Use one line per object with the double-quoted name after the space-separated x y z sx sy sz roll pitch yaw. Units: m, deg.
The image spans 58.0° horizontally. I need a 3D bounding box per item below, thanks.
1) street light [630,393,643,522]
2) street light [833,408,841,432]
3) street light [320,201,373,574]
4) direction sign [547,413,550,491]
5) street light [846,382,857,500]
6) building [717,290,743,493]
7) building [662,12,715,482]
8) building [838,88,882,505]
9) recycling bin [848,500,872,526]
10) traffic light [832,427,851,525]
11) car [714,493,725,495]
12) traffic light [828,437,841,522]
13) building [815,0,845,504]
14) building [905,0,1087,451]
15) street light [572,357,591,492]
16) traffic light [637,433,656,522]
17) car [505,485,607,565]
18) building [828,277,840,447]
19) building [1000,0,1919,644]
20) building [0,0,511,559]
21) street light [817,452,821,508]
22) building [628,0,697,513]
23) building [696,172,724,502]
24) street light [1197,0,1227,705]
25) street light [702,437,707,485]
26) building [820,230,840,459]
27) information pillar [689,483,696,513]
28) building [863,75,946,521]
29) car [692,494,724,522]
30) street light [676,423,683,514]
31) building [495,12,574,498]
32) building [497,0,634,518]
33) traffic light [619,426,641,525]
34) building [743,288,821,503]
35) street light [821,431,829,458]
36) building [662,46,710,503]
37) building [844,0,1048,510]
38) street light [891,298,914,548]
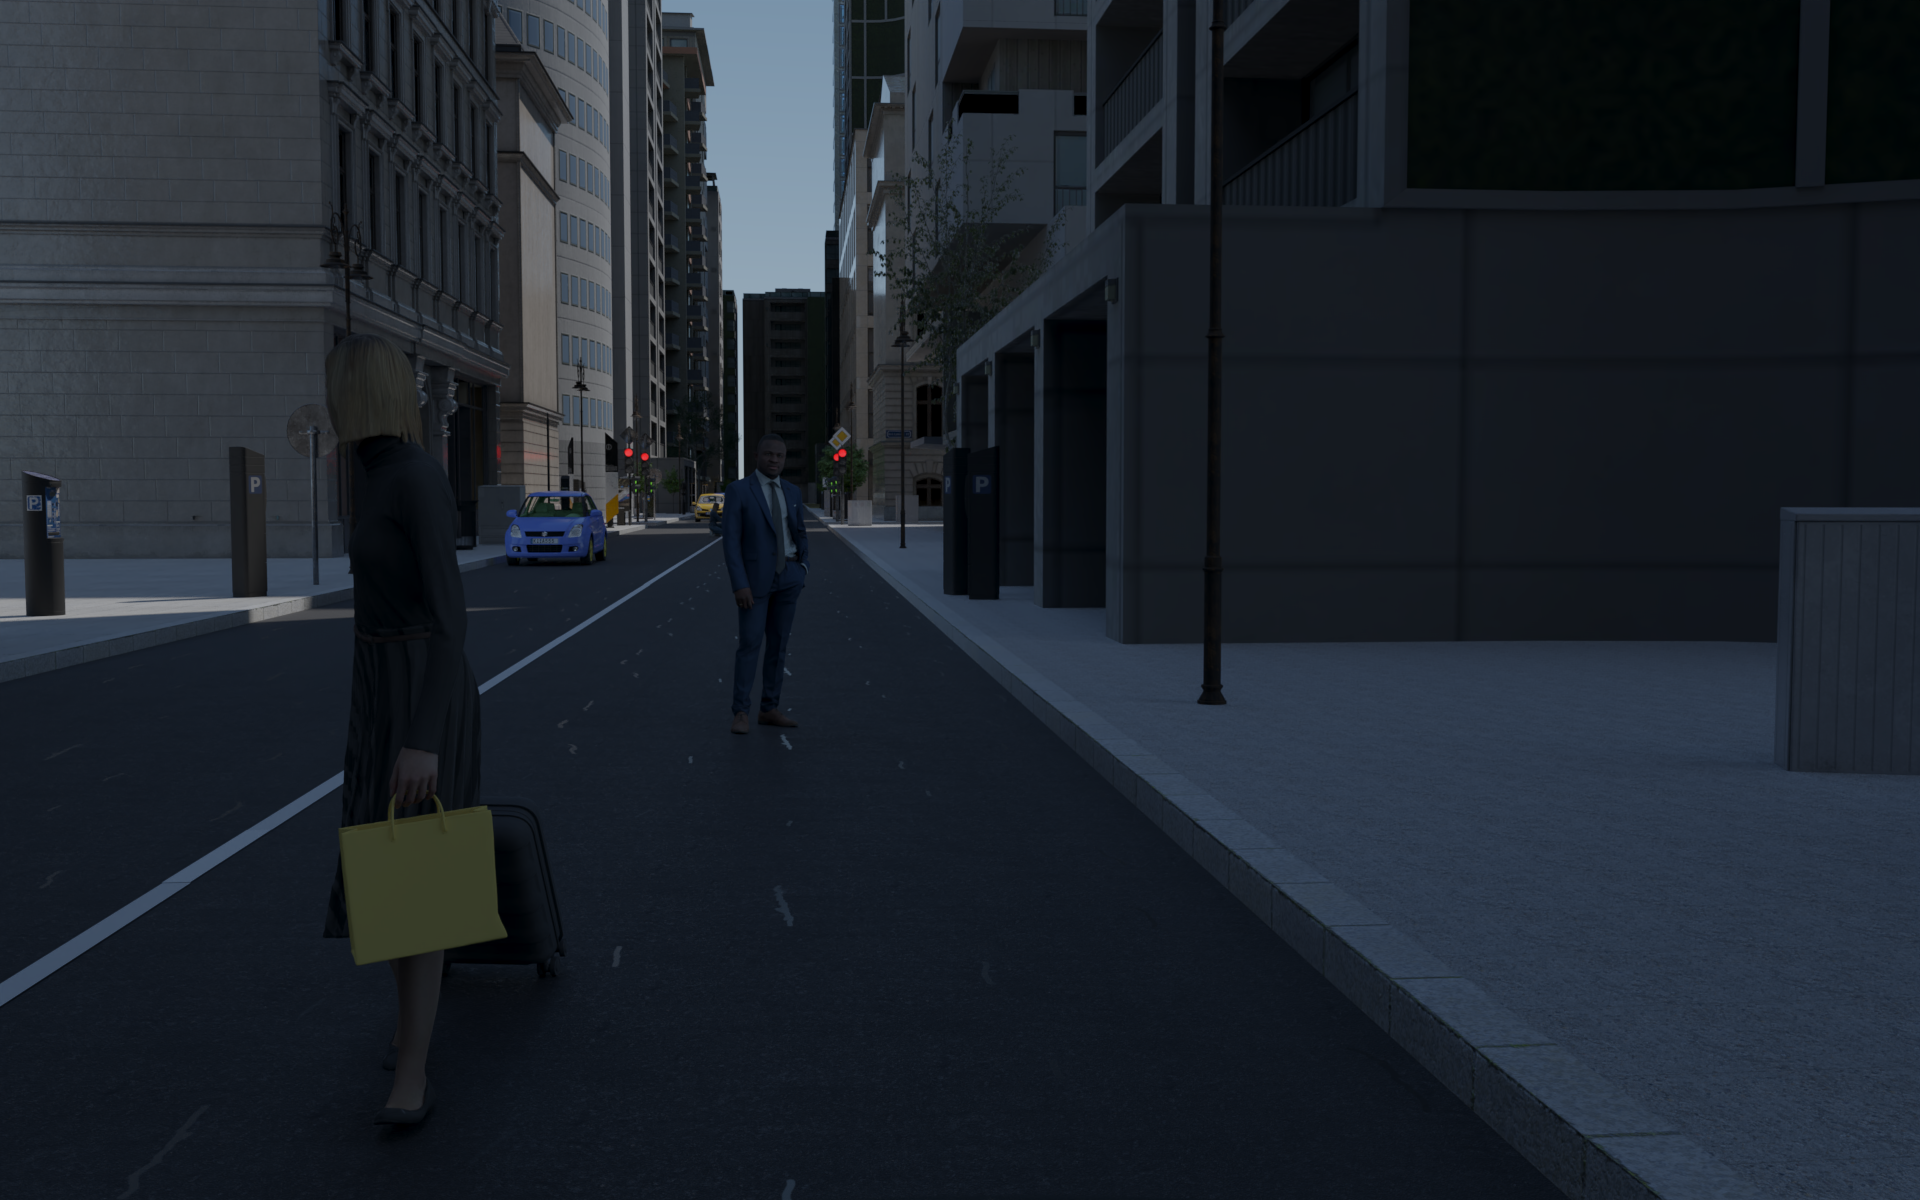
-14.839 -6.531 79.577 0.468 5.910 1.993 0 4 -6 "street light"
-6.613 -7.364 93.191 0.468 5.910 1.993 0 4 -6 "street light"
-9.762 -3.359 27.707 0.468 5.910 1.993 0 4 -6 "street light"
-11.555 -3.465 48.645 0.379 3.537 0.876 -1 4 -12 "direction sign"
-4.466 -6.024 71.276 0.468 5.910 1.993 0 4 -6 "street light"
-38.370 -28.899 244.193 14.107 30.474 14.160 0 4 -6 "building"
-42.333 -37.017 194.474 28.713 52.752 27.495 0 4 -6 "building"
1.599 -19.454 122.591 19.350 26.468 34.151 0 4 -6 "building"
-4.039 -3.504 69.848 0.722 1.027 0.722 -3 5 -43 "recycling bin"
-4.925 -5.093 72.198 0.839 4.253 0.868 0 4 -6 "traffic light"
-14.457 -5.852 105.264 1.945 1.707 3.694 0 4 -6 "car"
-5.705 -5.579 80.145 0.839 4.253 0.868 0 4 -6 "traffic light"
-6.593 -55.089 213.381 22.319 86.520 31.000 0 4 -6 "building"
12.363 -28.664 57.901 28.713 52.752 27.495 0 4 -6 "building"
-12.798 -5.249 58.613 0.468 5.910 1.993 0 4 -6 "street light"
-14.373 -5.527 79.282 0.839 4.253 0.868 0 4 -6 "traffic light"
-8.351 -1.611 35.938 1.945 1.707 3.694 0 4 -5 "car"
-4.870 -19.415 147.118 12.332 23.373 15.834 0 4 -6 "building"
11.100 -35.465 18.112 20.563 71.187 20.611 0 4 -6 "building"
-17.097 -11.255 34.933 10.553 20.767 40.483 0 4 -6 "building"
-12.450 -11.093 154.152 0.468 5.910 1.993 0 4 -6 "street light"
-29.659 -41.902 123.349 20.563 71.187 20.611 0 4 -6 "building"
-37.309 -32.854 220.761 14.086 41.232 14.154 0 4 -6 "building"
1.543 -2.302 10.432 0.468 5.910 1.993 0 4 -6 "street light"
-20.821 -10.282 140.900 0.468 5.910 1.993 0 4 -6 "street light"
-7.943 -25.688 191.701 14.160 30.474 14.107 0 4 -6 "building"
-18.059 -6.879 116.958 0.304 2.012 0.304 -3 4 -37 "information pillar"
12.727 -16.481 88.553 34.723 24.649 14.460 0 4 -6 "building"
-12.820 -4.853 89.564 2.015 1.641 3.980 0 4 -7 "car"
-17.897 -8.426 110.545 0.468 5.910 1.993 0 4 -6 "street light"
-24.501 -12.160 63.442 19.286 19.102 10.561 0 4 -6 "building"
-29.371 -33.579 91.008 21.231 58.520 28.212 0 4 -6 "building"
-13.593 -5.041 71.335 0.839 4.253 0.868 0 4 -6 "traffic light"
-23.845 -29.034 246.400 14.107 30.474 14.160 0 4 -6 "building"
-9.510 -9.236 123.799 0.468 5.910 1.993 0 4 -6 "street light"
-35.744 -31.333 166.920 22.147 44.769 28.867 0 4 -6 "building"
-3.202 -44.970 173.512 20.563 71.187 20.611 0 4 -6 "building"
-1.350 -4.159 40.790 0.468 5.910 1.993 0 4 -6 "street light"
